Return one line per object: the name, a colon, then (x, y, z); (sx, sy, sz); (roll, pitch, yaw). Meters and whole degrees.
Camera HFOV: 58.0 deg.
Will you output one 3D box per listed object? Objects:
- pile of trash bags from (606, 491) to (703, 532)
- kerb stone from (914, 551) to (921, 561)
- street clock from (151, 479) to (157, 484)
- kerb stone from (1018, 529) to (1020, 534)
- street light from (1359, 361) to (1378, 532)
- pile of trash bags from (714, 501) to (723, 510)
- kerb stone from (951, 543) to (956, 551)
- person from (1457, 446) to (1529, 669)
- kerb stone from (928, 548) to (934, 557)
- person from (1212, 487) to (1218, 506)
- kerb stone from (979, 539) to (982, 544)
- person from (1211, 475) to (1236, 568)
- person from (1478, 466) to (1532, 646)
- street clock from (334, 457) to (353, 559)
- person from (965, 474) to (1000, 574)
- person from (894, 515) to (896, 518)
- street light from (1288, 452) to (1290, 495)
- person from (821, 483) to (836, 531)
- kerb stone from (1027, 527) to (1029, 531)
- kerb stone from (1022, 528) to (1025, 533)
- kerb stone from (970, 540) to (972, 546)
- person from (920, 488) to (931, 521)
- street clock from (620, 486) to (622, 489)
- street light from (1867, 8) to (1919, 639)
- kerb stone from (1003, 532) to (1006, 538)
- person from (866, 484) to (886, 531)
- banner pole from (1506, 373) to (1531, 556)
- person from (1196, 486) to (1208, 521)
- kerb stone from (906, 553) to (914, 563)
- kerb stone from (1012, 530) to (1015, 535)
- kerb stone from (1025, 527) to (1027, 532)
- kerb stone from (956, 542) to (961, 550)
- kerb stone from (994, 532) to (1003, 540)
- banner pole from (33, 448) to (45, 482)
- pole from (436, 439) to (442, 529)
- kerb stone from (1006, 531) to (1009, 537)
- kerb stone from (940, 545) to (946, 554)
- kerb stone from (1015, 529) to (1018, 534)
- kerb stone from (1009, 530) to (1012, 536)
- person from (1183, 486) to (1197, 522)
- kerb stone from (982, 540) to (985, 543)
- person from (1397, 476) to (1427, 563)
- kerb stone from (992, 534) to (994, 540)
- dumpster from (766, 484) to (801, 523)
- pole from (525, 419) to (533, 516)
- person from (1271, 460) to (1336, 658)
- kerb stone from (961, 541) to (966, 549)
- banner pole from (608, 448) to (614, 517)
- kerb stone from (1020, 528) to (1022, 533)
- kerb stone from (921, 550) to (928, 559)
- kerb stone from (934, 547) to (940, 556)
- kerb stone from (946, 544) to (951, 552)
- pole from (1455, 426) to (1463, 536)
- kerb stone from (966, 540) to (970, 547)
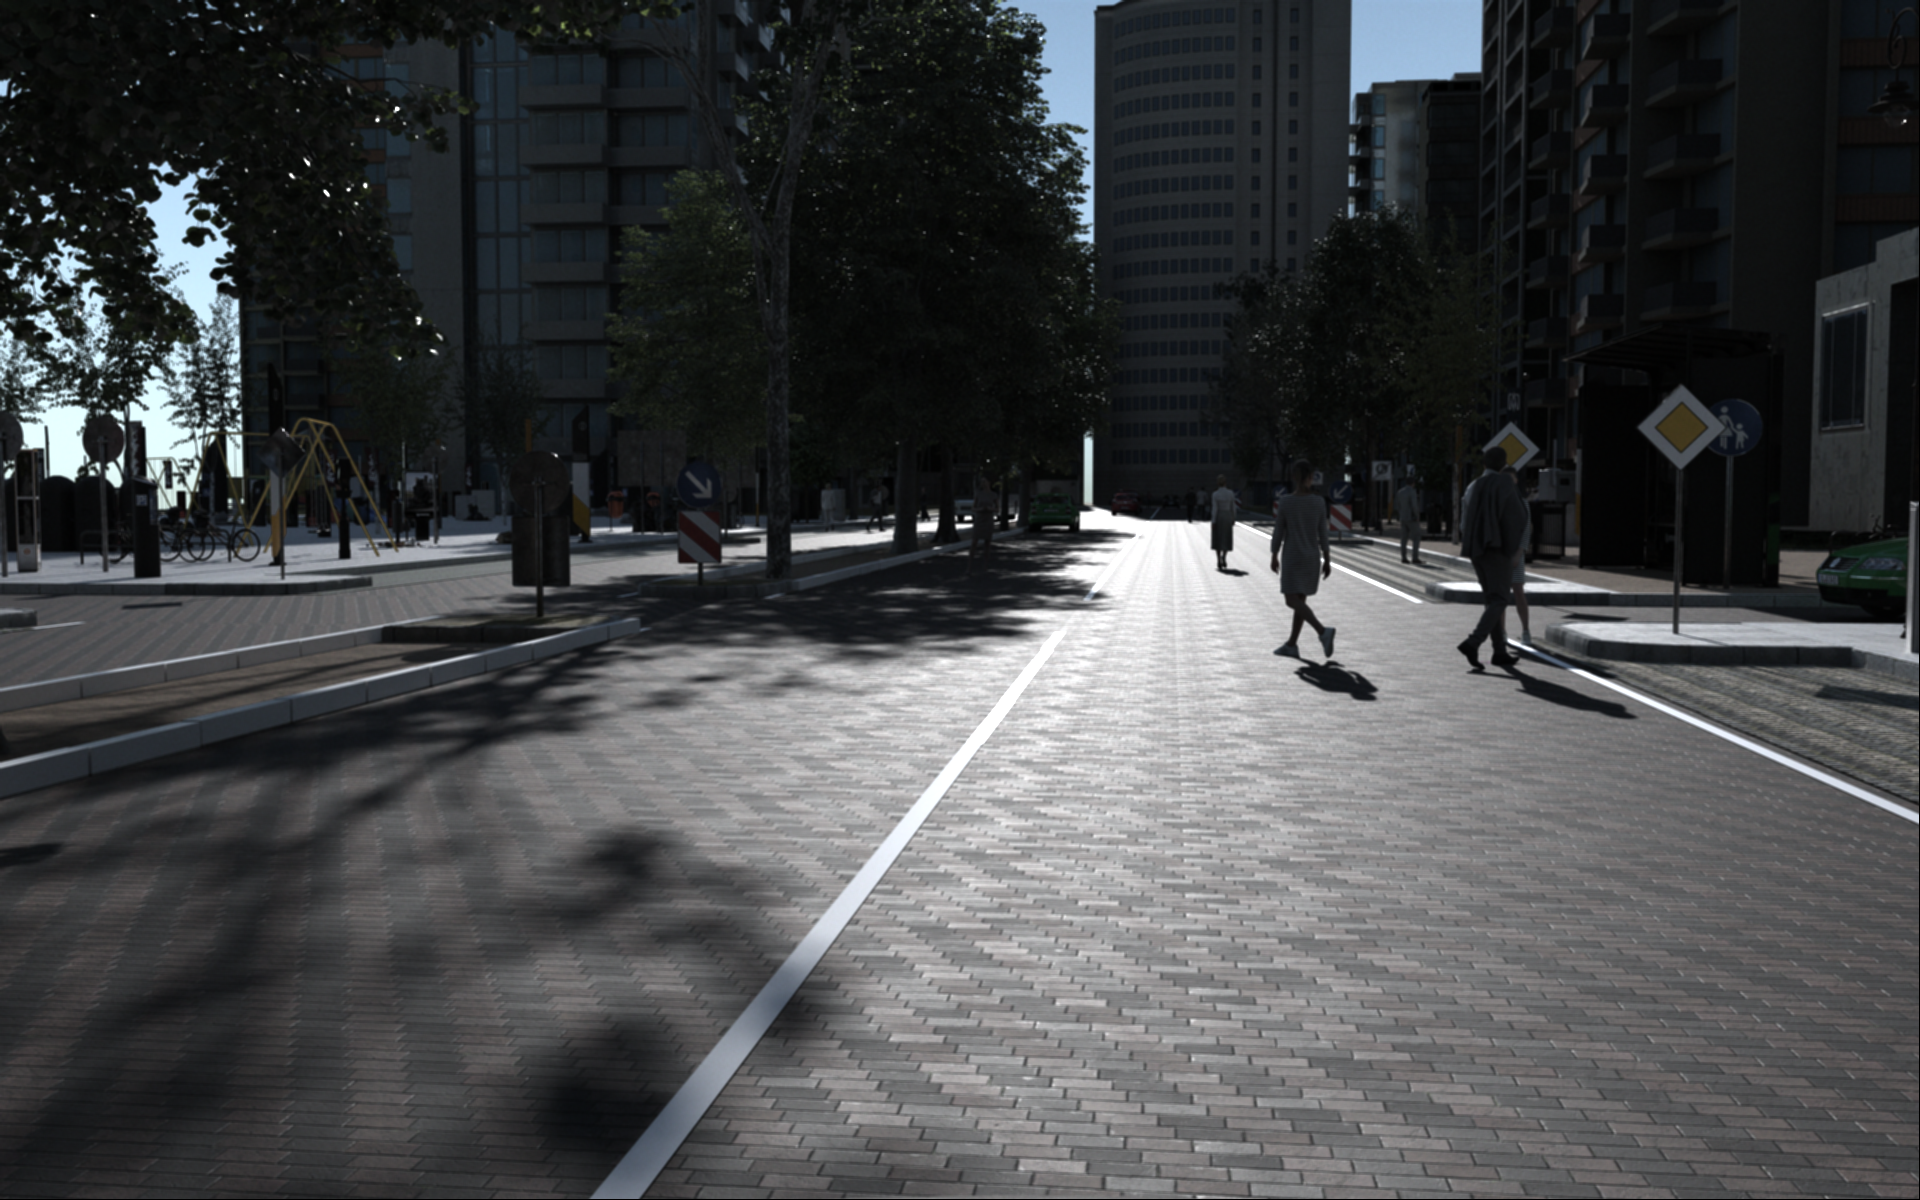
pile of trash bags: (-10.723, -3.033, 59.339); (3.447, 1.369, 1.912); (2, 4, 29)
kerb stone: (-1.016, -0.924, 37.303); (0.120, 0.150, 1.000); (0, 4, 7)
street clock: (-38.756, -4.797, 83.004); (0.471, 2.002, 0.358); (-1, 4, -17)
kerb stone: (1.945, -2.419, 61.753); (0.120, 0.150, 1.000); (0, 4, 7)
street light: (13.890, -5.274, 59.016); (0.468, 5.910, 1.993); (0, 4, 7)
pile of trash bags: (-11.441, -3.852, 72.726); (3.447, 1.369, 1.912); (0, 4, -7)
kerb stone: (-0.284, -1.298, 43.411); (0.120, 0.150, 1.000); (0, 4, 7)
person: (4.427, -0.352, 14.353); (0.850, 1.850, 0.679); (-2, 4, -34)
kerb stone: (-0.778, -1.047, 39.346); (0.120, 0.150, 1.000); (0, 4, 7)
person: (14.225, -5.353, 96.252); (0.478, 1.798, 0.641); (3, 5, 43)
kerb stone: (0.456, -1.672, 49.529); (0.120, 0.150, 1.000); (0, 4, 7)
person: (5.078, -1.511, 33.436); (0.478, 1.798, 0.641); (1, 4, 13)
person: (5.238, -0.434, 16.592); (0.512, 1.701, 0.522); (1, 4, 23)
street clock: (-12.196, -1.817, 34.276); (0.358, 2.002, 0.471); (-2, 4, -31)
person: (0.403, -1.352, 30.942); (0.599, 1.781, 0.374); (0, 4, 5)
person: (-2.338, -3.806, 71.089); (0.694, 1.780, 0.624); (-2, 4, -24)
street light: (18.582, -7.644, 97.765); (0.468, 5.910, 1.993); (0, 4, 7)
person: (-5.009, -3.529, 66.077); (0.514, 1.842, 0.818); (-1, 4, -16)
kerb stone: (2.435, -2.668, 65.814); (0.120, 0.150, 1.000); (0, 4, 7)
kerb stone: (2.198, -2.543, 63.783); (0.120, 0.150, 1.000); (0, 4, 7)
kerb stone: (0.205, -1.544, 47.484); (0.120, 0.150, 1.000); (0, 4, 7)
person: (-1.841, -4.960, 90.011); (0.534, 1.772, 0.576); (-3, 5, -40)
street clock: (-19.423, -5.860, 100.383); (0.471, 2.002, 0.358); (1, 4, 18)
street light: (8.469, -2.596, 15.235); (0.468, 5.910, 1.993); (0, 4, 7)
kerb stone: (1.319, -2.105, 56.665); (0.120, 0.150, 1.000); (0, 4, 7)
person: (-3.235, -3.533, 66.357); (0.850, 1.850, 0.679); (2, 4, 27)
banner pole: (11.562, -2.807, 35.912); (0.863, 3.779, 0.401); (-2, 4, -34)
person: (12.743, -5.079, 91.381); (0.661, 1.843, 0.795); (1, 4, 22)
kerb stone: (-1.152, -0.862, 36.290); (0.120, 0.150, 1.000); (0, 4, 7)
kerb stone: (1.703, -2.295, 59.723); (0.120, 0.150, 1.000); (0, 4, 7)
kerb stone: (2.316, -2.606, 64.799); (0.120, 0.150, 1.000); (0, 4, 7)
kerb stone: (-0.156, -1.358, 44.435); (0.120, 0.150, 1.000); (0, 4, 7)
kerb stone: (1.203, -2.046, 55.649); (0.120, 0.150, 1.000); (0, 4, 7)
banner pole: (-44.056, -5.703, 83.254); (0.863, 3.779, 0.401); (-1, 4, -22)
pole: (-19.216, -4.282, 63.856); (0.158, 3.312, 0.155); (0, 3, 0)
kerb stone: (1.447, -2.171, 57.685); (0.120, 0.150, 1.000); (0, 4, 7)
kerb stone: (-0.527, -1.172, 41.379); (0.120, 0.150, 1.000); (0, 4, 7)
kerb stone: (1.831, -2.357, 60.737); (0.120, 0.150, 1.000); (0, 4, 7)
kerb stone: (1.583, -2.233, 58.708); (0.120, 0.150, 1.000); (0, 4, 7)
person: (11.681, -4.862, 87.767); (0.659, 1.850, 0.755); (1, 4, 19)
kerb stone: (0.707, -1.794, 51.558); (0.120, 0.150, 1.000); (0, 4, 7)
person: (9.268, -1.658, 35.704); (0.391, 1.810, 0.635); (-2, 4, -34)
kerb stone: (0.836, -1.859, 52.584); (0.120, 0.150, 1.000); (0, 4, 7)
dumpster: (-7.958, -4.426, 78.121); (1.264, 1.857, 1.865); (0, 4, 7)
pole: (-11.722, -3.260, 47.136); (0.158, 3.312, 0.155); (0, 3, 0)
person: (3.034, -0.362, 15.175); (0.466, 1.731, 0.760); (-3, 4, -38)
kerb stone: (-0.036, -1.422, 45.453); (0.120, 0.150, 1.000); (0, 4, 7)
banner pole: (-19.215, -6.441, 95.331); (0.401, 3.779, 0.863); (1, 4, 13)
kerb stone: (2.068, -2.479, 62.768); (0.120, 0.150, 1.000); (0, 4, 7)
kerb stone: (-0.900, -0.983, 38.327); (0.120, 0.150, 1.000); (0, 4, 7)
kerb stone: (-0.654, -1.106, 40.365); (0.120, 0.150, 1.000); (0, 4, 7)
kerb stone: (-0.400, -1.235, 42.396); (0.120, 0.150, 1.000); (0, 4, 7)
pole: (14.867, -3.537, 51.673); (0.158, 3.312, 0.155); (0, 3, 0)
kerb stone: (0.086, -1.483, 46.468); (0.120, 0.150, 1.000); (0, 4, 7)
